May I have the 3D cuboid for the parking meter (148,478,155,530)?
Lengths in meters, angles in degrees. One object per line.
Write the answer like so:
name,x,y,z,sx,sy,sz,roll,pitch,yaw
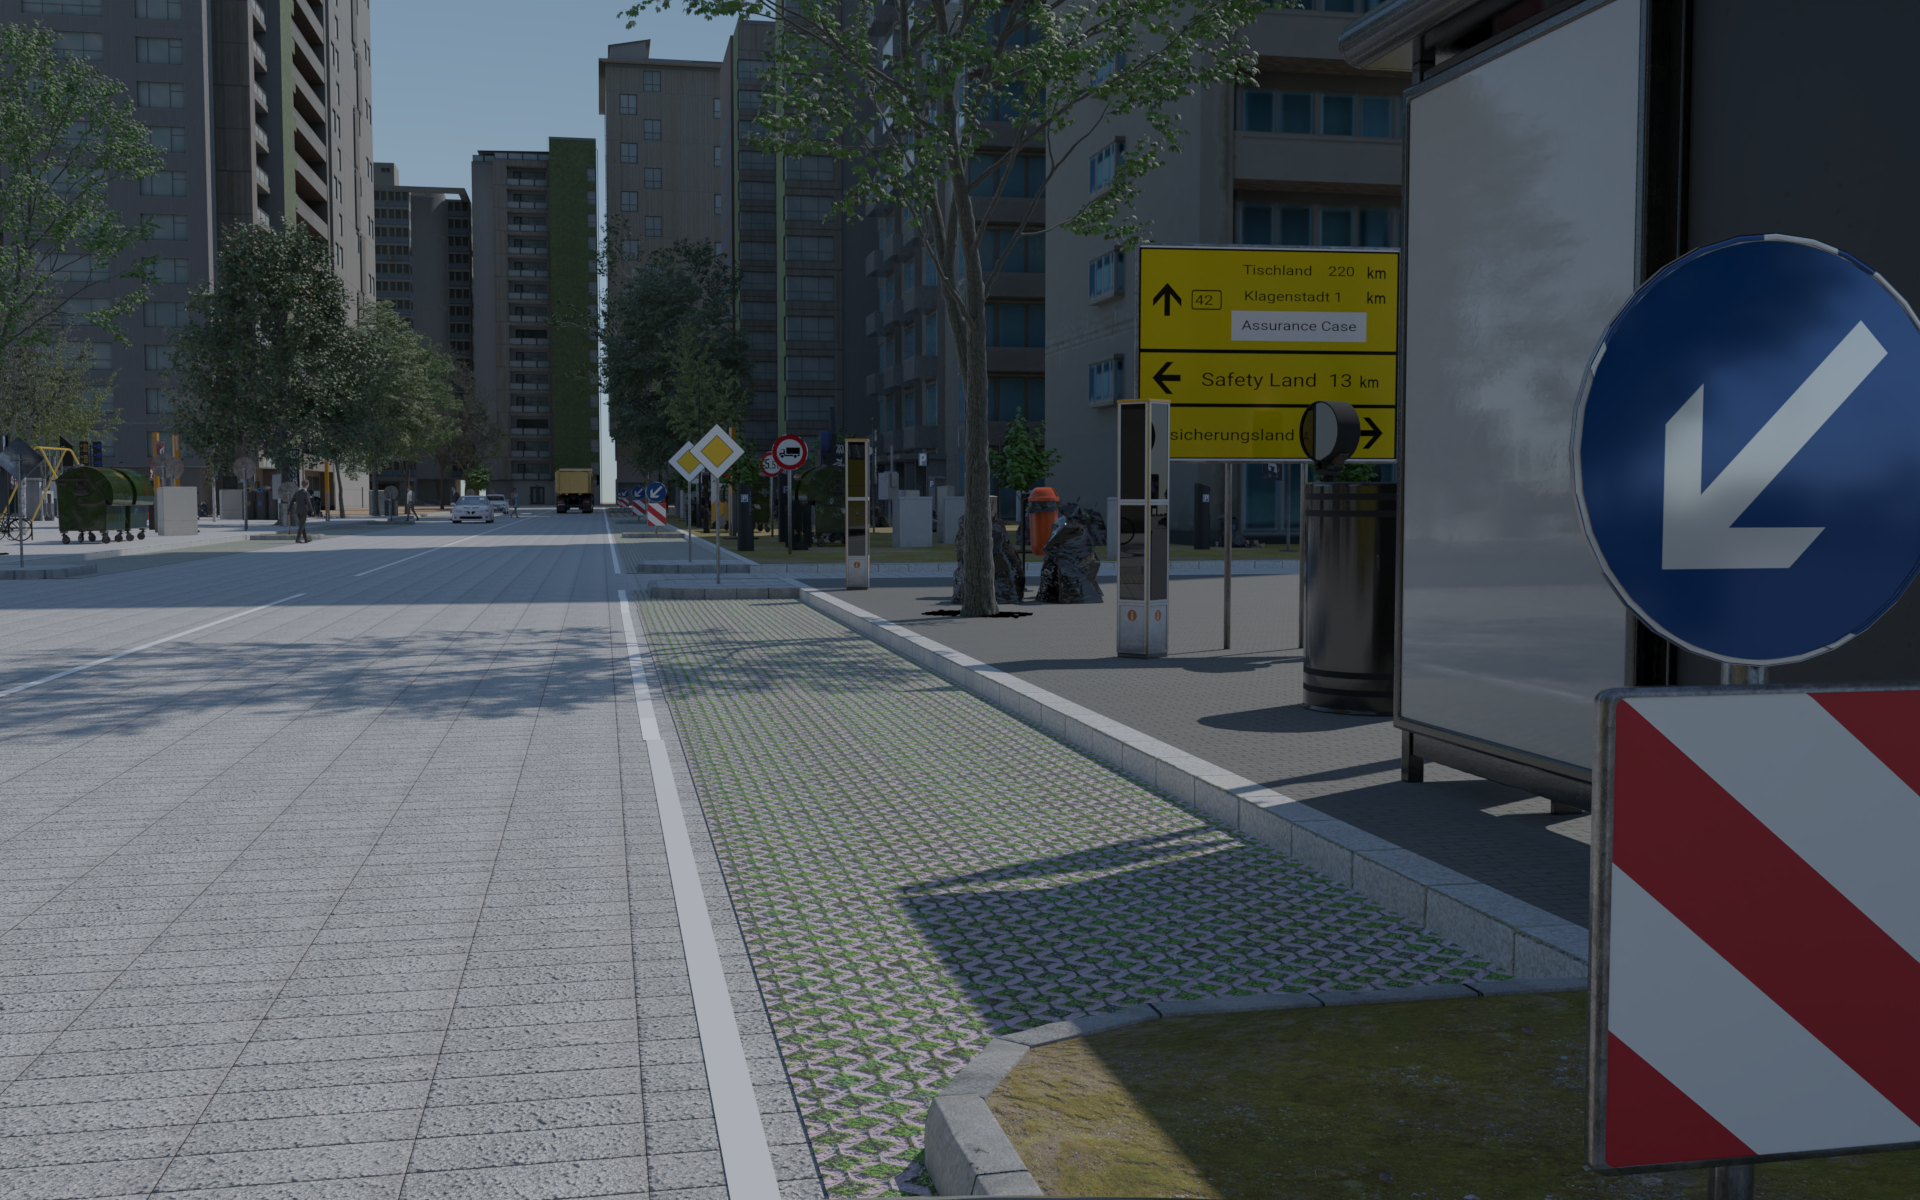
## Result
parking meter,-28.820,-3.433,61.839,0.255,1.863,0.399,-1,4,-16

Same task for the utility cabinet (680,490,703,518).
utility cabinet,-14.034,-5.003,90.473,1.173,1.500,0.318,-3,4,-38

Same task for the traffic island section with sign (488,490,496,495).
traffic island section with sign,-42.481,-9.104,157.485,1.989,1.847,2.006,-1,4,-12

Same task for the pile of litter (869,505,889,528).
pile of litter,-3.433,-3.196,66.215,1.719,0.858,1.176,-2,4,-27

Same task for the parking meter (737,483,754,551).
parking meter,-4.827,-1.870,38.984,0.372,1.533,0.369,0,3,0

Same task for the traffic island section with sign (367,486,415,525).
traffic island section with sign,-26.670,-4.444,81.281,1.989,1.847,2.006,-1,4,-12

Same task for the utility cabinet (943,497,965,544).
utility cabinet,0.081,-2.061,44.867,1.020,1.237,0.306,0,4,-4

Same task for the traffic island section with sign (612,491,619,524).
traffic island section with sign,-15.560,-4.563,83.230,1.989,1.847,2.006,-1,4,-12

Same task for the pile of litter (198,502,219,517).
pile of litter,-41.786,-5.041,96.386,1.176,0.858,1.719,0,4,5

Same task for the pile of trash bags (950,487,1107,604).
pile of trash bags,0.910,-0.734,21.747,1.912,1.369,3.447,0,4,7

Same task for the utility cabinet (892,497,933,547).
utility cabinet,-1.157,-1.885,41.979,1.020,1.237,0.306,-3,4,-38

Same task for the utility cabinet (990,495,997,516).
utility cabinet,0.896,-3.221,63.818,1.020,1.237,0.306,-3,4,-39

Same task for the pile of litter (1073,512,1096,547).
pile of litter,2.613,-1.635,40.697,1.176,0.858,1.719,2,4,32

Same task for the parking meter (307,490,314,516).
parking meter,-37.214,-5.556,99.244,0.372,1.533,0.369,0,3,0

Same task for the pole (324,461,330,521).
pole,-30.062,-5.407,82.253,0.158,3.312,0.155,0,3,0

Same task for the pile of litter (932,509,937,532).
pile of litter,-0.777,-2.747,58.883,1.176,0.858,1.719,-1,4,-13

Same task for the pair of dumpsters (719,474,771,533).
pair of dumpsters,-7.329,-3.481,59.415,1.574,2.255,4.437,-1,4,-12

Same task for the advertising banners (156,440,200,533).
advertising banners,-25.436,-3.675,56.277,2.074,3.025,0.090,2,4,30

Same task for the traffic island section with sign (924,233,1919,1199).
traffic island section with sign,0.984,0.319,3.406,1.989,1.847,2.006,-1,4,-12

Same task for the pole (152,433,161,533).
pole,-26.627,-3.889,57.432,0.158,3.312,0.155,0,3,0

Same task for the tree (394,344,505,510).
tree,-42.436,-14.152,141.750,12.009,13.543,11.850,0,3,0

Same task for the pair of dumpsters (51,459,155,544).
pair of dumpsters,-22.848,-2.675,46.231,1.574,2.255,4.437,-1,4,-12

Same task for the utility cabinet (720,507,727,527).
utility cabinet,-8.746,-3.541,66.572,1.173,1.500,0.318,-2,4,-25

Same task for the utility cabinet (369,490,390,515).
utility cabinet,-34.350,-5.738,102.493,1.173,1.500,0.318,0,4,-3

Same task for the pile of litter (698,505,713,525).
pile of litter,-10.370,-3.486,70.966,1.176,0.858,1.719,3,5,39

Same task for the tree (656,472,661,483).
tree,-23.460,-8.648,135.989,1.663,3.219,1.824,0,3,0

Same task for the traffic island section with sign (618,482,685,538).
traffic island section with sign,-10.093,-2.948,56.833,1.989,1.847,2.006,-1,4,-12

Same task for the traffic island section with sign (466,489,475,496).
traffic island section with sign,-36.932,-7.474,130.825,1.989,1.847,2.006,-1,4,-12

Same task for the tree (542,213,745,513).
tree,-21.380,-16.047,118.261,12.611,20.169,13.585,0,3,0

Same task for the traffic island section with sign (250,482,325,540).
traffic island section with sign,-21.099,-2.801,54.420,1.989,1.847,2.006,-1,4,-12

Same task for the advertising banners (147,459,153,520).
advertising banners,-40.310,-5.488,85.911,0.090,3.025,2.074,-1,4,-8

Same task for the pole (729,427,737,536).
pole,-6.947,-3.616,52.958,0.158,3.312,0.155,0,3,0

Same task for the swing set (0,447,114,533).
swing set,-30.526,-3.711,58.300,2.862,2.851,3.119,-1,4,-9

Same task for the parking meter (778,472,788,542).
parking meter,-4.649,-2.480,46.256,0.399,1.863,0.255,-1,4,-16

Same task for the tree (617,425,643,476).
tree,-27.962,-12.428,153.556,4.737,8.622,4.395,0,3,0

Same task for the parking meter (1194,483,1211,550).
parking meter,5.597,-1.934,40.028,0.372,1.533,0.369,0,3,0

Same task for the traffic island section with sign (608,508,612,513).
traffic island section with sign,-25.721,-7.561,132.247,1.989,1.847,2.006,-1,4,-12

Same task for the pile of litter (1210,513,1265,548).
pile of litter,6.690,-1.708,41.889,1.176,0.858,1.719,-1,4,-12

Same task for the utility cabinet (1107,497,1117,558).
utility cabinet,3.451,-1.431,34.556,1.020,1.237,0.306,1,4,13

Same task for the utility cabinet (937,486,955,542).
utility cabinet,-0.390,-2.299,46.266,0.318,1.500,1.173,1,4,9

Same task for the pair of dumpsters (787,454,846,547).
pair of dumpsters,-3.367,-2.526,43.801,1.574,2.255,4.437,-1,4,-12

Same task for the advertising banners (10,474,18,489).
advertising banners,-49.167,-5.819,91.328,2.074,3.025,0.090,0,4,4

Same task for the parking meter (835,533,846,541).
parking meter,-3.256,-2.568,47.701,0.399,1.863,0.255,2,4,24

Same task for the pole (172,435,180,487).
pole,-27.098,-4.041,59.913,0.158,3.312,0.155,0,3,0

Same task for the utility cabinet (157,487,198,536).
utility cabinet,-24.032,-2.722,53.176,0.318,1.500,1.173,2,4,30

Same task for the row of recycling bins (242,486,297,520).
row of recycling bins,-34.166,-4.818,85.889,3.534,1.692,1.069,2,4,25

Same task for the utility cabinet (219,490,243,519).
utility cabinet,-36.801,-4.826,87.585,0.318,1.500,1.173,3,5,43
